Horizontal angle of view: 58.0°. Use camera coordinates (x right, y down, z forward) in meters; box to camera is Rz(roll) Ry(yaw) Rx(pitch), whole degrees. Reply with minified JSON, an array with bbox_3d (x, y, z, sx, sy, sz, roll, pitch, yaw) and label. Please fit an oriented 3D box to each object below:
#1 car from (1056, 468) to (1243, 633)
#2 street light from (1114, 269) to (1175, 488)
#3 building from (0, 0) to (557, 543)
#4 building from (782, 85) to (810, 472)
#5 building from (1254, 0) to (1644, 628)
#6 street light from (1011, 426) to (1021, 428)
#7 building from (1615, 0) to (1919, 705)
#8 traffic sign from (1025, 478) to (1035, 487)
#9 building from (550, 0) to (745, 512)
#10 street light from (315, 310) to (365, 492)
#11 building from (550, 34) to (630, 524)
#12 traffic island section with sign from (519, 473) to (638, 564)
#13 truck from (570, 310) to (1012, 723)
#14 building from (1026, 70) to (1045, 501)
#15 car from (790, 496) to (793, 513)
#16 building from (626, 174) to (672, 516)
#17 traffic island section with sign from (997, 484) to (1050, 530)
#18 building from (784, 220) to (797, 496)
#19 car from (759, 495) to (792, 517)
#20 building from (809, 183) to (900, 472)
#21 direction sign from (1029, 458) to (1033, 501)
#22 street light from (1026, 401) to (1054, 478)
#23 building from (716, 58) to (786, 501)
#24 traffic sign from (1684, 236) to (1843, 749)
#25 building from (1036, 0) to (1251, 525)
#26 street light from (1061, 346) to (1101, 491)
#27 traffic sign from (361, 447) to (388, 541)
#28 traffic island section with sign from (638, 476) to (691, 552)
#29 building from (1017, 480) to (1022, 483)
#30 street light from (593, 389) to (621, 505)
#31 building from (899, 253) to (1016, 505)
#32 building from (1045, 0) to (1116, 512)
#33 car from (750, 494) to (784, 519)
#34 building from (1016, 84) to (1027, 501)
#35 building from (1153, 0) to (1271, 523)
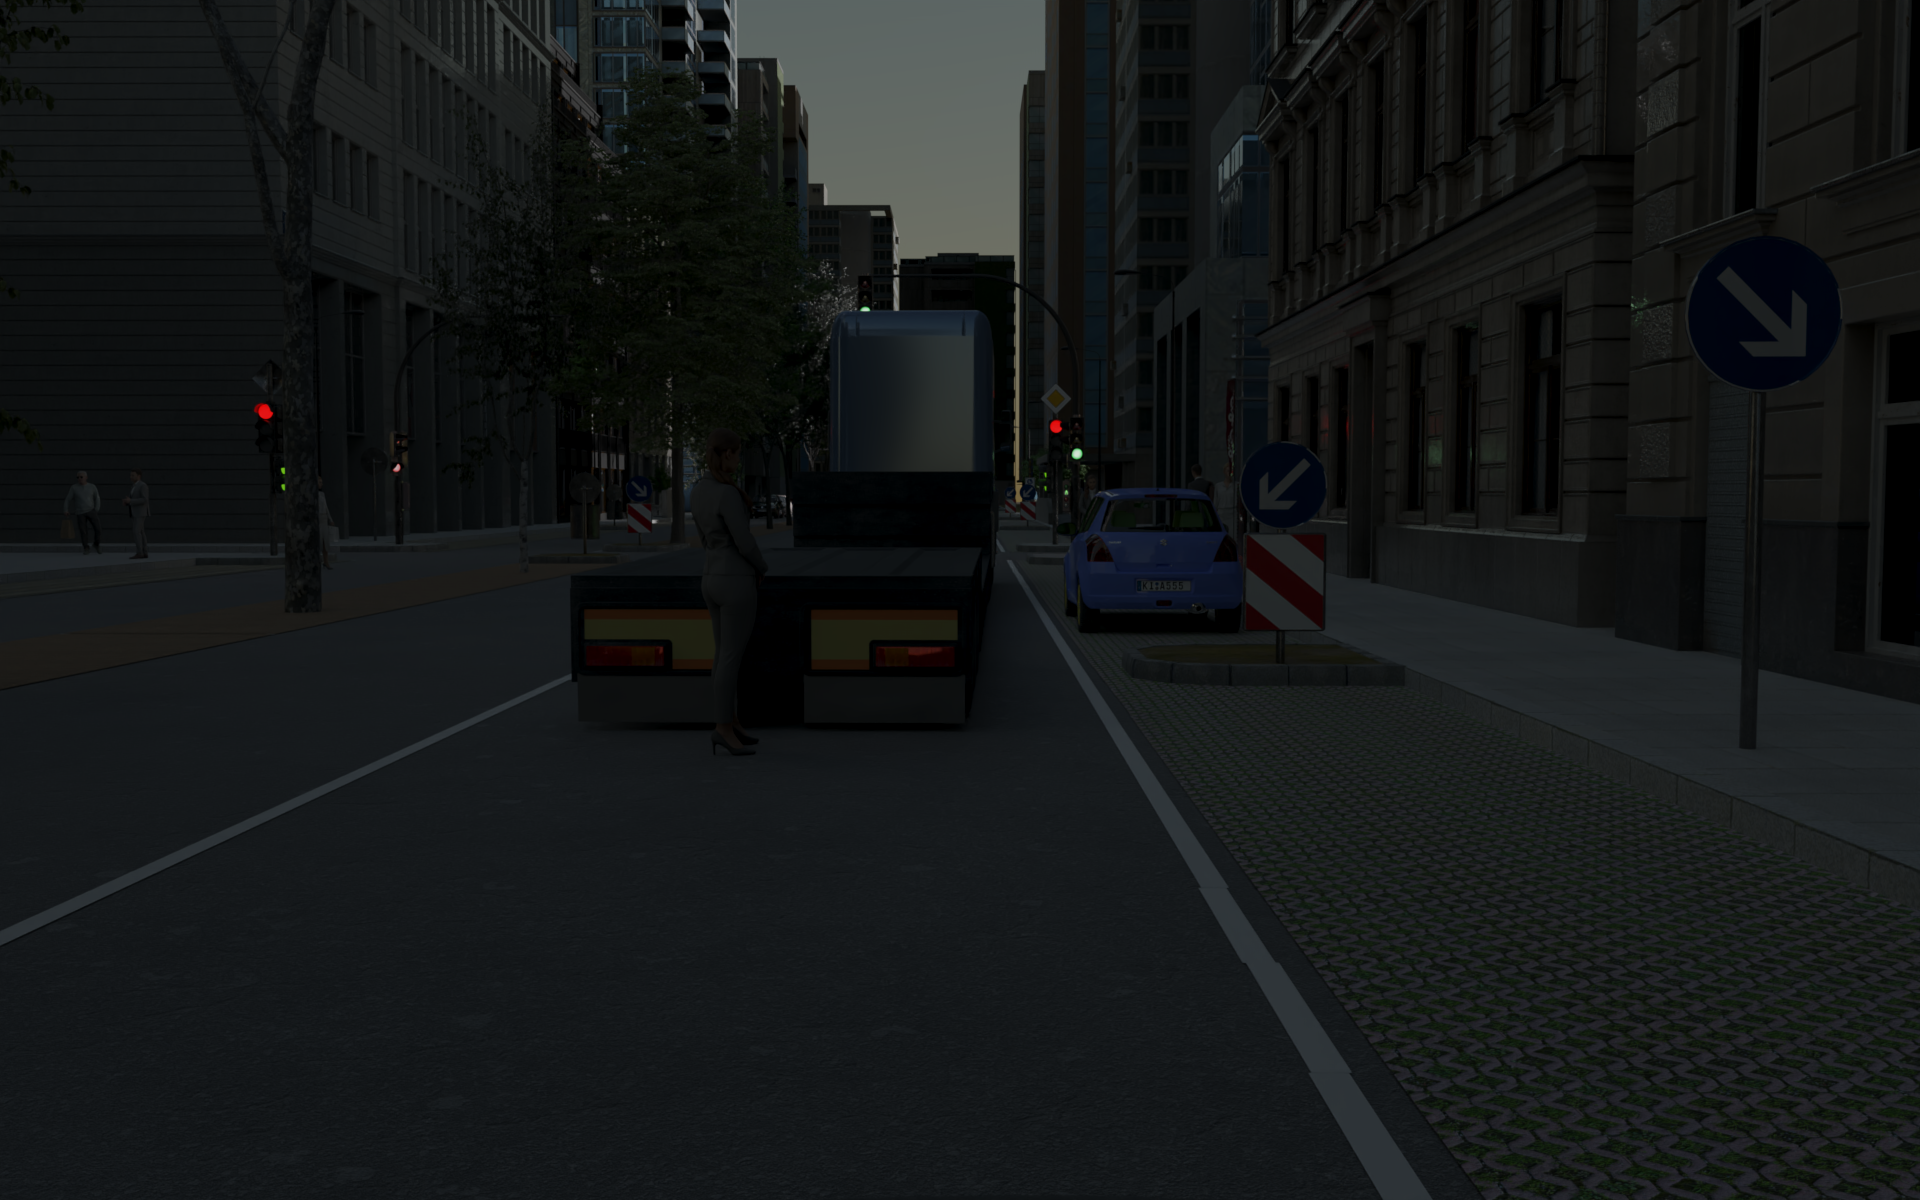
[{"bbox_3d":[2.050,-0.582,19.103,1.945,1.707,3.694,0,4,0],"label":"car"},{"bbox_3d":[3.872,-3.877,35.926,1.470,5.913,1.316,0,4,0],"label":"street light"},{"bbox_3d":[-22.748,-17.206,58.810,11.434,29.767,29.804,0,4,0],"label":"building"},{"bbox_3d":[-23.989,-32.824,186.779,14.200,45.320,14.600,0,4,0],"label":"building"},{"bbox_3d":[10.667,-9.813,25.077,10.561,19.102,19.286,0,4,0],"label":"building"},{"bbox_3d":[4.187,-8.929,118.528,1.470,5.913,1.316,0,4,0],"label":"street light"},{"bbox_3d":[11.452,-12.556,2.560,12.463,27.353,25.104,0,4,0],"label":"building"},{"bbox_3d":[4.386,-6.510,108.575,0.606,2.300,0.079,0,4,6],"label":"traffic sign"},{"bbox_3d":[-28.053,-50.206,133.546,22.319,86.520,31.000,0,4,0],"label":"building"},{"bbox_3d":[-15.719,-4.363,43.879,1.470,5.913,1.316,0,4,0],"label":"street light"},{"bbox_3d":[-23.423,-15.426,81.900,12.332,23.373,15.834,0,4,0],"label":"building"},{"bbox_3d":[-8.010,-1.725,36.340,2.006,1.907,1.989,0,4,0],"label":"traffic island section with sign"},{"bbox_3d":[-0.881,-1.829,19.656,2.967,4.110,18.799,0,4,2],"label":"truck"},{"bbox_3d":[13.504,-29.801,170.833,14.154,41.232,14.086,0,4,0],"label":"building"},{"bbox_3d":[-11.105,-6.402,117.246,1.945,1.354,3.894,0,4,-1],"label":"car"},{"bbox_3d":[-22.717,-15.314,99.539,9.793,20.994,18.267,0,4,0],"label":"building"},{"bbox_3d":[2.564,-3.681,68.817,1.989,1.847,2.006,0,4,0],"label":"traffic island section with sign"},{"bbox_3d":[-23.958,-24.492,172.145,14.160,30.474,14.107,0,4,0],"label":"building"},{"bbox_3d":[-11.572,-5.895,108.748,2.083,1.381,4.827,0,4,-1],"label":"car"},{"bbox_3d":[-19.801,-32.259,219.309,23.993,40.220,32.217,0,4,0],"label":"building"},{"bbox_3d":[4.509,-7.223,110.087,0.379,3.537,0.876,-1,4,-13],"label":"direction sign"},{"bbox_3d":[4.107,-6.960,86.337,1.470,5.913,1.316,0,4,0],"label":"street light"},{"bbox_3d":[-23.705,-29.000,157.746,14.154,41.232,14.086,0,4,0],"label":"building"},{"bbox_3d":[3.975,-0.523,8.661,0.768,2.556,0.104,0,4,2],"label":"traffic sign"},{"bbox_3d":[19.852,-23.637,78.348,32.217,40.220,23.993,0,4,0],"label":"building"},{"bbox_3d":[3.862,-5.021,54.628,1.470,5.913,1.316,0,4,0],"label":"street light"},{"bbox_3d":[-15.972,-2.883,47.239,0.768,2.556,0.104,0,4,4],"label":"traffic sign"},{"bbox_3d":[-7.970,-2.178,43.747,2.006,1.907,1.989,0,4,0],"label":"traffic island section with sign"},{"bbox_3d":[21.542,-34.159,213.118,28.867,44.769,22.147,0,4,0],"label":"building"},{"bbox_3d":[-15.615,-6.362,76.566,1.470,5.913,1.316,0,4,0],"label":"street light"},{"bbox_3d":[-0.365,-26.829,210.350,14.107,30.474,14.160,0,4,0],"label":"building"},{"bbox_3d":[13.657,-29.462,131.808,14.600,45.320,14.200,0,4,0],"label":"building"},{"bbox_3d":[-11.327,-5.593,101.236,2.009,1.686,4.222,0,4,0],"label":"car"},{"bbox_3d":[13.479,-32.791,186.250,14.600,45.320,14.200,0,4,0],"label":"building"},{"bbox_3d":[22.237,-45.470,56.101,31.000,86.520,22.319,0,4,0],"label":"building"}]
